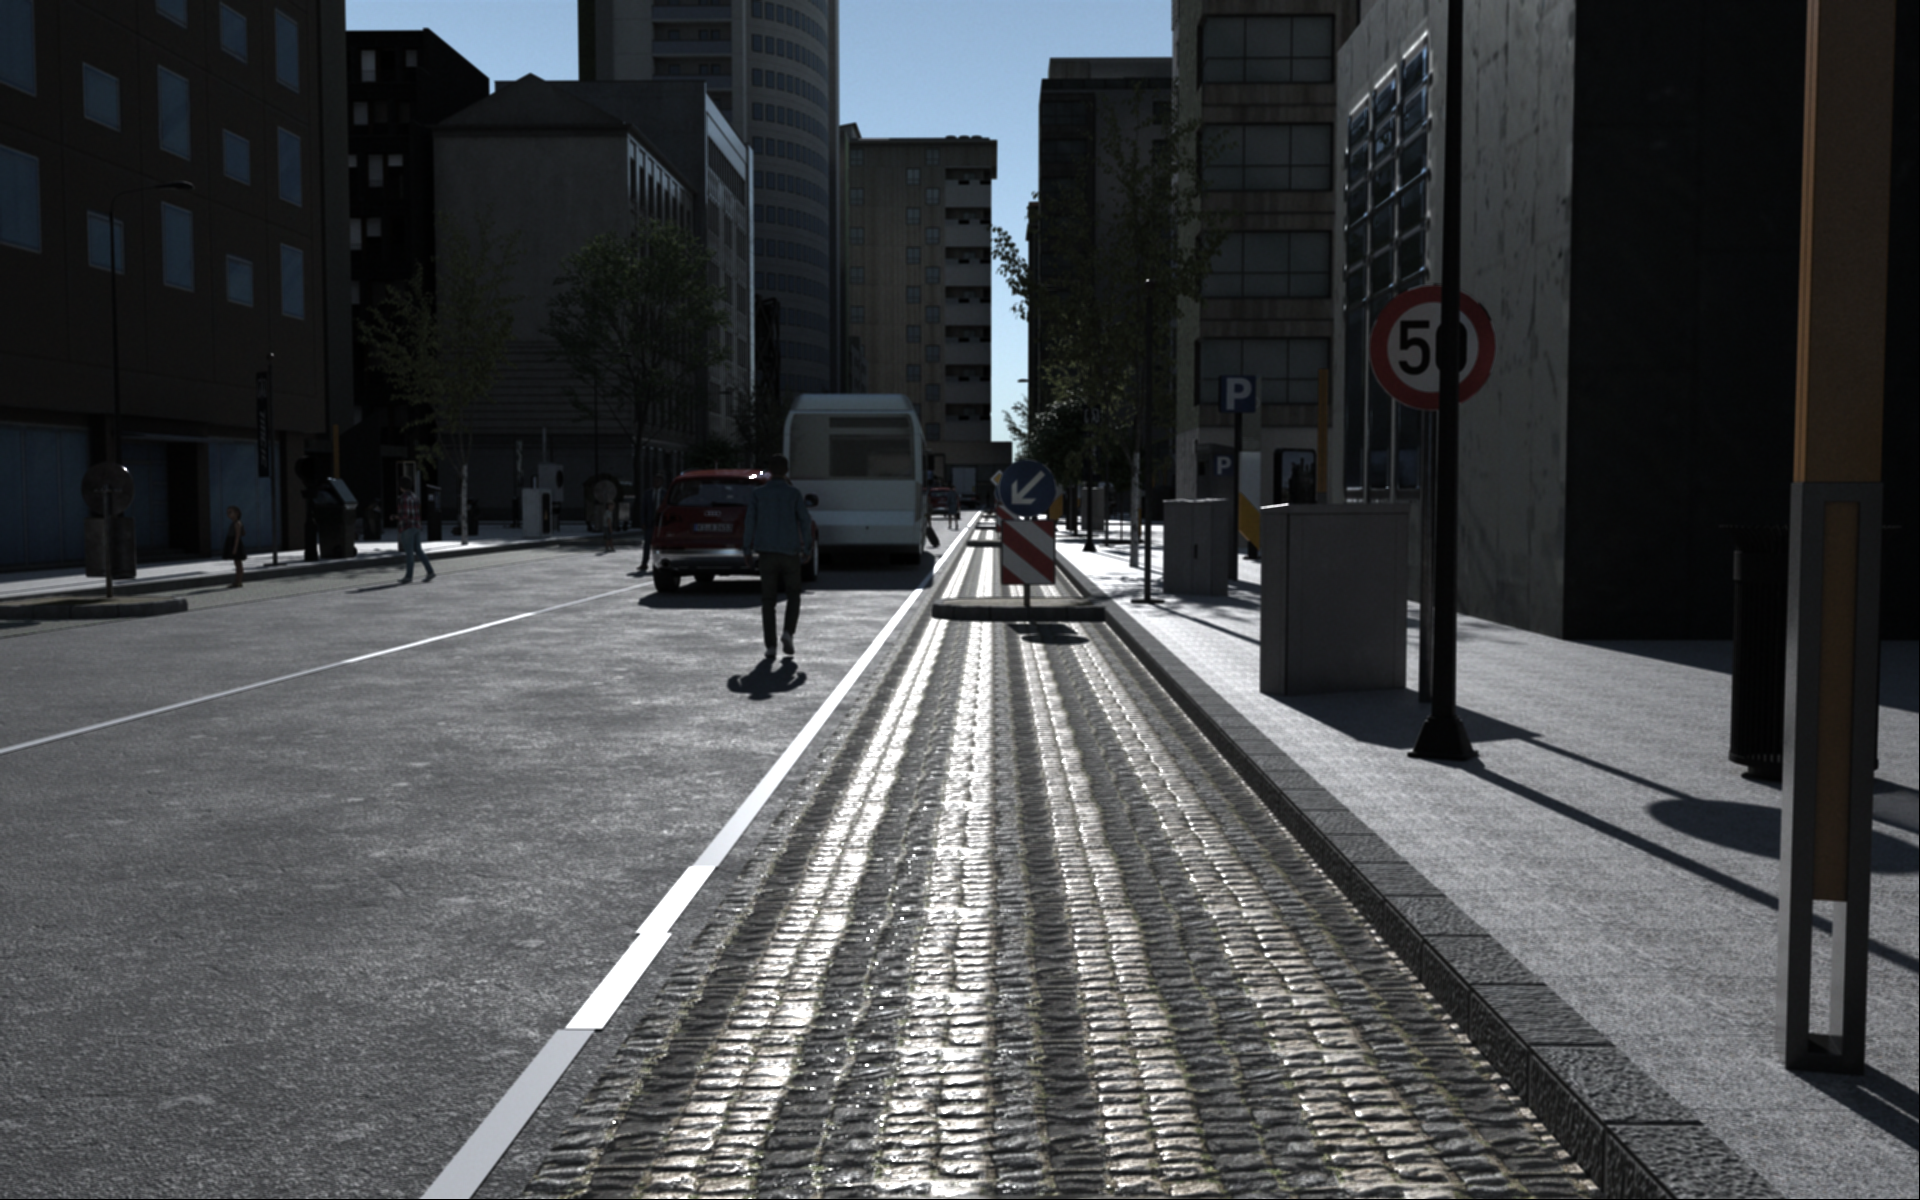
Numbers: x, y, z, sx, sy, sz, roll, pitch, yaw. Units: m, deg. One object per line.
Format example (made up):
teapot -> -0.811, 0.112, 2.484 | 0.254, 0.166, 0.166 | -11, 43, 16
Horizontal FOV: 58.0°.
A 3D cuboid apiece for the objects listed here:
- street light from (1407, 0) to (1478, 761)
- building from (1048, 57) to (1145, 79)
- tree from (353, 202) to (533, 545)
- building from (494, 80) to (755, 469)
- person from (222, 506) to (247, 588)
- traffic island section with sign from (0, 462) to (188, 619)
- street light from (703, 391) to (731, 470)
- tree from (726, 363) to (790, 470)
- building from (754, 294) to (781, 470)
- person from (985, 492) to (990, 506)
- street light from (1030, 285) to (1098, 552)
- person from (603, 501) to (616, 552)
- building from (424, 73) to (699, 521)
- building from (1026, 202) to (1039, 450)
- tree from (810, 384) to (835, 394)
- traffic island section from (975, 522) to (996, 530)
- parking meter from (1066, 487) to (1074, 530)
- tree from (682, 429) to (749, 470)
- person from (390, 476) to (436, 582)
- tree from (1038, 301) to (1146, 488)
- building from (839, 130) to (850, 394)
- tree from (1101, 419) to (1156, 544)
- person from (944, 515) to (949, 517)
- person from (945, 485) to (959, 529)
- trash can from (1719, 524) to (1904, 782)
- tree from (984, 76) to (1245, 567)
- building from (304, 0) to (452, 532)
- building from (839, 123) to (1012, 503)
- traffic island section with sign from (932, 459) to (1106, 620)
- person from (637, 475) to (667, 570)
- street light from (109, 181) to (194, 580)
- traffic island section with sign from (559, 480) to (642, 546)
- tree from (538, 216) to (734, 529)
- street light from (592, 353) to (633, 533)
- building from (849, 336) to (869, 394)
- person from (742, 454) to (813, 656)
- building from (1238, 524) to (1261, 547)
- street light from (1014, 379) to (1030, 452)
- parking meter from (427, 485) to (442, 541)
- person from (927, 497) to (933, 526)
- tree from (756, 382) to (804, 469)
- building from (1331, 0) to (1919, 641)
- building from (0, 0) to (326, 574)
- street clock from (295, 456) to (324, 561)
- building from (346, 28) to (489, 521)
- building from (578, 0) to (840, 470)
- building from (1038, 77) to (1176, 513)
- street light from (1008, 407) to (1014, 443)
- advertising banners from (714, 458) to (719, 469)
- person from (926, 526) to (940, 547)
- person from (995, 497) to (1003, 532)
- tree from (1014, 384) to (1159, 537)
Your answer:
street light -> 1.828, -2.189, 8.334 | 1.470, 5.913, 1.316 | 0, 4, 1
building -> 15.368, -29.510, 166.090 | 14.154, 41.232, 14.086 | 0, 4, 1
tree -> -12.700, -5.705, 43.642 | 4.737, 8.622, 4.395 | 0, 3, 0
building -> -20.335, -17.818, 109.339 | 12.078, 24.808, 19.932 | 0, 4, 1
person -> -11.084, -0.811, 26.432 | 0.373, 1.253, 0.362 | -2, 4, -33
traffic island section with sign -> -10.441, -0.737, 20.686 | 1.989, 1.847, 2.006 | 0, 4, 1
street light -> -11.031, -6.475, 78.406 | 1.470, 5.913, 1.316 | 0, 4, 1
tree -> -11.367, -9.018, 97.800 | 4.360, 8.622, 3.978 | 0, 3, 0
building -> -21.998, -16.002, 129.088 | 16.820, 18.784, 16.811 | 0, 4, 1
person -> 3.169, -11.704, 200.683 | 0.721, 1.723, 1.217 | 2, 4, 24
street light -> 2.360, -4.041, 38.611 | 1.470, 5.913, 1.316 | 0, 4, 1
person -> -8.641, -1.807, 42.728 | 0.352, 1.250, 0.332 | 2, 4, 23
building -> -19.970, -14.754, 90.381 | 9.793, 20.994, 18.267 | 0, 4, 1
building -> 22.392, -36.410, 249.923 | 28.867, 44.769, 22.147 | 0, 4, 1
tree -> -10.738, -13.021, 147.301 | 7.601, 10.594, 8.767 | 2, 4, 34
traffic island section -> 1.627, -2.944, 70.415 | 2.009, 0.180, 2.903 | 0, 4, 1
parking meter -> 3.960, -3.259, 61.693 | 0.372, 1.533, 0.369 | 0, 3, 0
tree -> -12.446, -6.379, 88.010 | 4.285, 4.588, 4.351 | 0, 3, 0
person -> -8.936, -1.157, 28.247 | 0.643, 1.720, 0.563 | 0, 4, 8
tree -> 4.919, -7.046, 65.566 | 4.360, 8.622, 3.978 | 0, 3, 0
building -> -19.644, -30.930, 189.300 | 14.154, 41.232, 14.086 | 0, 4, 1
tree -> 4.316, -3.077, 44.903 | 1.663, 3.219, 1.824 | 0, 3, 0
person -> -0.776, -6.022, 107.162 | 0.606, 1.804, 0.583 | -2, 4, -28
person -> -0.317, -3.826, 71.076 | 0.581, 1.822, 0.654 | -1, 4, -21
trash can -> 3.828, 0.233, 7.841 | 0.748, 1.137, 0.748 | 0, 3, 0
tree -> 2.876, -4.897, 30.423 | 4.737, 8.622, 4.395 | 0, 3, 0
building -> -34.705, -24.599, 56.826 | 28.867, 44.769, 22.147 | 0, 4, 1
building -> -6.183, -40.653, 253.907 | 27.495, 52.752, 28.713 | 0, 4, 1
traffic island section with sign -> 0.676, -0.724, 20.462 | 1.989, 1.847, 2.006 | 0, 4, 1
person -> -5.822, -1.491, 33.053 | 0.721, 1.800, 0.419 | -1, 4, -11
street light -> -12.086, -3.264, 25.906 | 1.470, 5.913, 1.316 | 0, 4, 1
traffic island section with sign -> -9.918, -2.415, 48.111 | 1.989, 1.847, 2.006 | 0, 4, 1
tree -> -11.978, -8.485, 64.491 | 9.928, 11.665, 9.643 | 0, 3, 0
street light -> -11.497, -5.184, 57.294 | 1.470, 5.913, 1.316 | 0, 4, 1
building -> -26.675, -22.522, 213.278 | 28.899, 21.520, 27.650 | 0, 4, 1
person -> -1.602, -0.391, 15.244 | 0.601, 1.785, 0.444 | 0, 4, -2
building -> 12.865, -22.230, 47.056 | 14.154, 41.232, 14.086 | 0, 4, 1
street light -> 3.030, -5.968, 70.124 | 1.470, 5.913, 1.316 | 0, 4, 1
parking meter -> -14.394, -2.385, 47.411 | 0.372, 1.533, 0.369 | 0, 3, 0
person -> -1.258, -3.312, 66.922 | 0.475, 1.303, 0.640 | 0, 4, 5
tree -> -11.703, -10.000, 113.855 | 4.737, 8.622, 4.395 | 0, 3, 0
building -> 16.356, -42.490, 7.376 | 22.319, 86.520, 31.000 | 0, 4, 1
building -> -21.738, -23.356, 31.974 | 14.600, 45.320, 14.200 | 0, 4, 1
street clock -> -12.416, -1.744, 33.085 | 0.358, 2.002, 0.471 | 3, 5, 44
building -> -33.091, -15.735, 86.938 | 15.834, 23.373, 12.332 | 0, 4, 1
building -> -23.310, -38.229, 167.049 | 21.231, 58.520, 28.212 | 0, 4, 1
building -> 12.578, -21.549, 124.019 | 14.160, 30.474, 14.107 | 0, 4, 1
street light -> 3.428, -7.314, 92.131 | 1.470, 5.913, 1.316 | 0, 4, 1
advertising banners -> -12.110, -5.380, 84.156 | 0.090, 3.025, 2.074 | 1, 4, 15
person -> -1.286, -2.314, 46.545 | 1.509, 1.804, 0.699 | -1, 4, -11
person -> 1.570, -3.429, 65.565 | 0.512, 1.701, 0.522 | 0, 4, 1
tree -> 3.405, -4.181, 52.080 | 4.285, 4.588, 4.351 | 0, 3, 0
